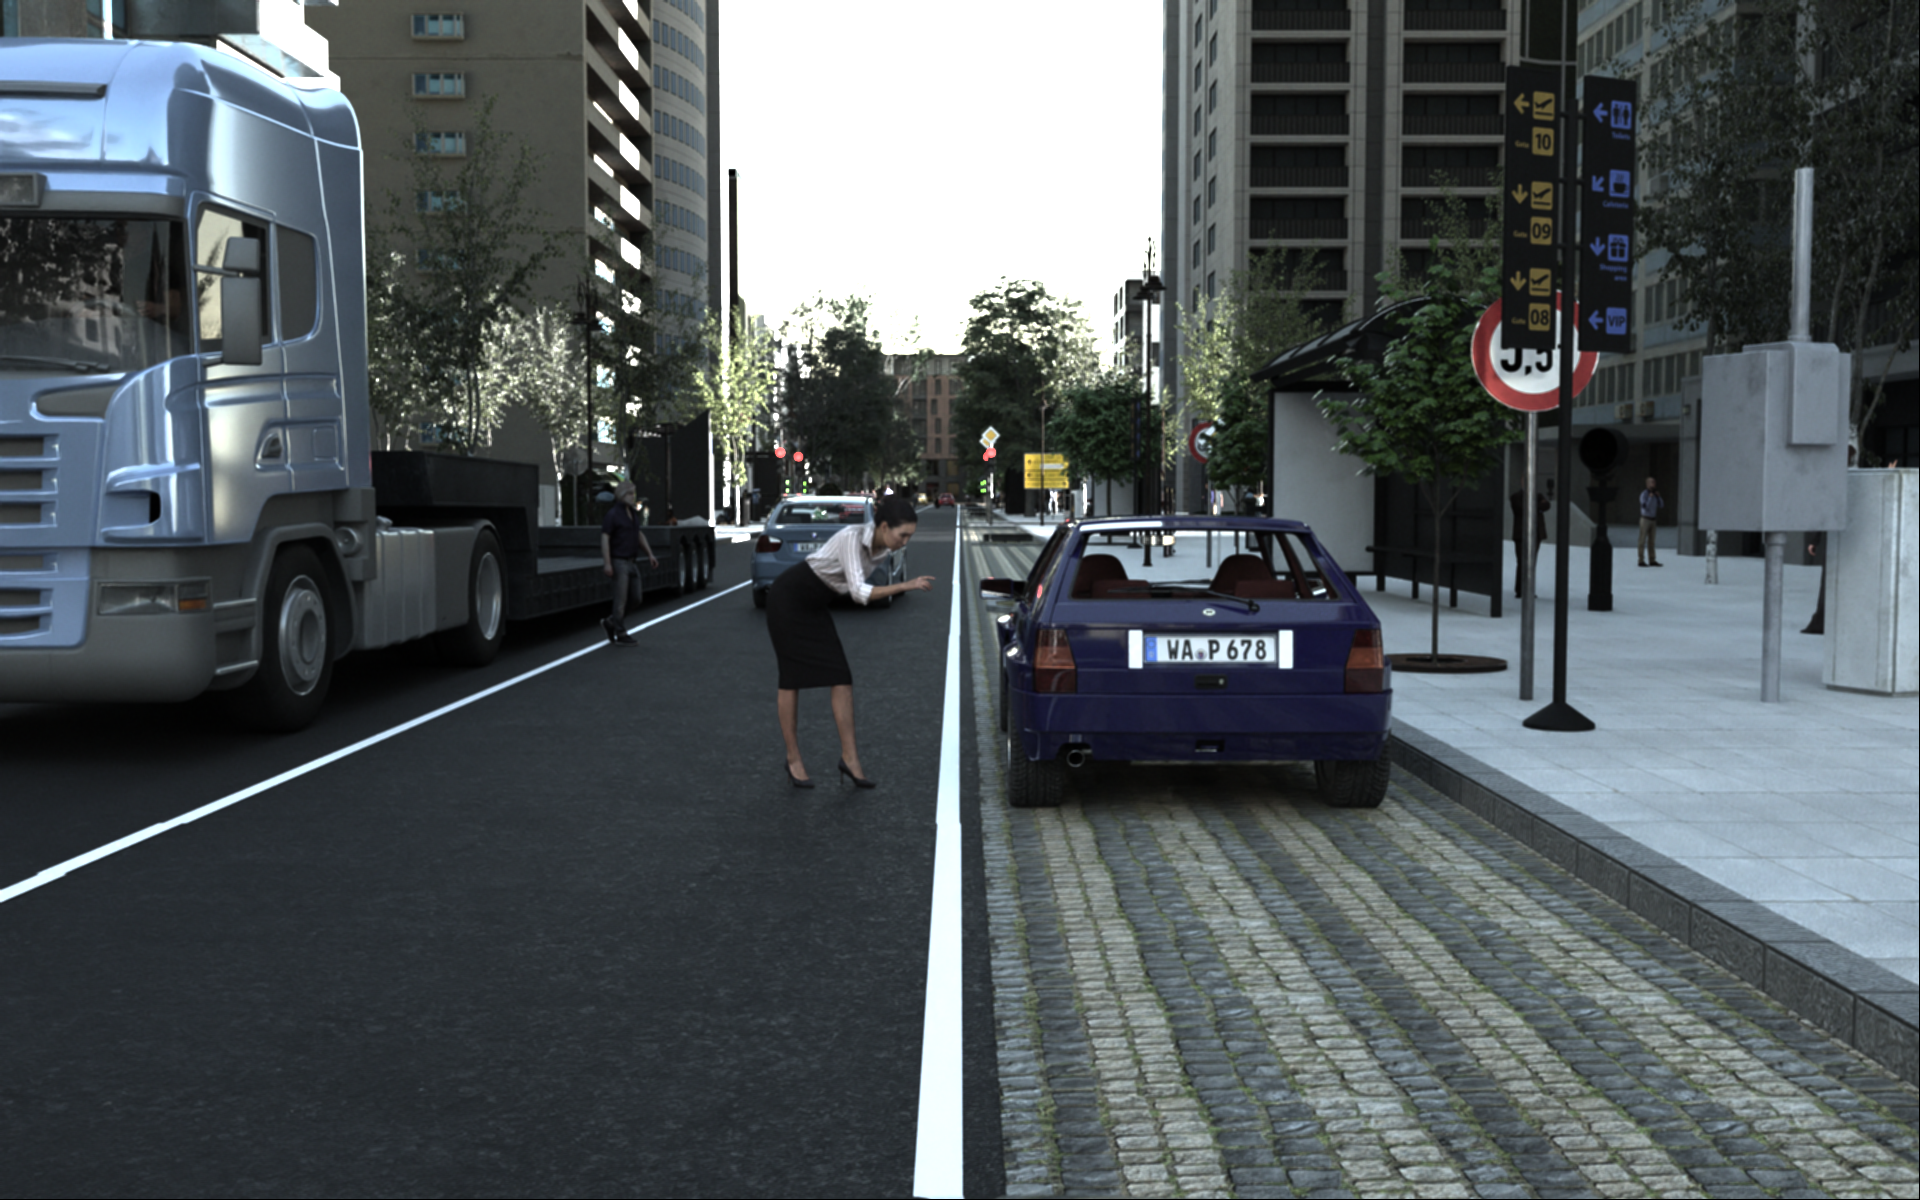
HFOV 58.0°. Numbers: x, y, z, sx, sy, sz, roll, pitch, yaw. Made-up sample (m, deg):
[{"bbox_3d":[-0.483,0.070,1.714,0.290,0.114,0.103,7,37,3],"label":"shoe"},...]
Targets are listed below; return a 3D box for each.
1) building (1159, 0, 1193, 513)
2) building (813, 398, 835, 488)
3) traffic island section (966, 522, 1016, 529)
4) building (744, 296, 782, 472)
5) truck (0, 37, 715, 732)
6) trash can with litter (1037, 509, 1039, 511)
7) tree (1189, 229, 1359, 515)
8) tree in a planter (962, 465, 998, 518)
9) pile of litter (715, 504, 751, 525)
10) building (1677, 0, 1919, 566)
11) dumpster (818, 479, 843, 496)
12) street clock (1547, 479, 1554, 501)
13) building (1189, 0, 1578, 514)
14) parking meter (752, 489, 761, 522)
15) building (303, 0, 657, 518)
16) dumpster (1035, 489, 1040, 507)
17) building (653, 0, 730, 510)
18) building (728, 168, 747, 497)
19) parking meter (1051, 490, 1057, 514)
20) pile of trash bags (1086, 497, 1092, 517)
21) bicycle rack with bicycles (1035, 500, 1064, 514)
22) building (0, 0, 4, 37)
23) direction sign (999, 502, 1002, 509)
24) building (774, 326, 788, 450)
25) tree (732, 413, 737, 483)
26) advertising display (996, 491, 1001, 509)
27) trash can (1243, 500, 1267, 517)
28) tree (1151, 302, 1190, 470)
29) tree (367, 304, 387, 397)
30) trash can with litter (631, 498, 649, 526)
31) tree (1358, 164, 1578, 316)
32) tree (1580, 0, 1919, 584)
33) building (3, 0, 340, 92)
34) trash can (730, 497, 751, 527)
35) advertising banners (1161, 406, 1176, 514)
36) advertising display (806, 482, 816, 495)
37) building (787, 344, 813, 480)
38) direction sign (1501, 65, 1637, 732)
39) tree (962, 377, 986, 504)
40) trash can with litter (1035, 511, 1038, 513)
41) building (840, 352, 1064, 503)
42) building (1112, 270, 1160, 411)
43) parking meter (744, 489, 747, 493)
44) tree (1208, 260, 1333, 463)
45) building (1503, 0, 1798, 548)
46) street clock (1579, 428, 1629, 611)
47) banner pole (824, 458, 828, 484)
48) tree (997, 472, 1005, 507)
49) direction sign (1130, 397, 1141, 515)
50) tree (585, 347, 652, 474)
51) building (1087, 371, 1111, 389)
[{"bbox_3d":[25.898,-36.081,131.926,21.231,58.520,28.212,0,3,0],"label":"building"},{"bbox_3d":[-33.300,-23.899,257.212,31.486,18.905,16.747,0,3,0],"label":"building"},{"bbox_3d":[1.290,-3.000,71.335,2.009,0.180,2.903,0,3,0],"label":"traffic island section"},{"bbox_3d":[-27.476,-18.584,170.300,16.747,18.905,31.486,0,3,0],"label":"building"},{"bbox_3d":[-5.082,-1.690,17.395,2.967,4.110,18.799,0,4,1],"label":"truck"},{"bbox_3d":[6.073,-7.205,129.196,0.624,1.170,1.055,-1,4,-11],"label":"trash can with litter"},{"bbox_3d":[9.184,-6.041,49.135,4.737,8.622,4.395,0,3,0],"label":"tree"},{"bbox_3d":[1.273,-6.588,104.940,1.991,3.239,1.994,0,3,0],"label":"tree in a planter"},{"bbox_3d":[-9.381,-3.521,71.527,1.719,0.858,1.176,-2,4,-29],"label":"pile of litter"},{"bbox_3d":[25.323,-35.830,24.074,20.563,71.187,20.611,0,3,0],"label":"building"},{"bbox_3d":[-8.235,-6.589,110.226,1.502,2.255,1.985,0,4,0],"label":"dumpster"},{"bbox_3d":[27.814,-4.712,81.611,0.358,2.002,0.471,0,4,6],"label":"street clock"},{"bbox_3d":[24.761,-40.359,98.127,20.611,71.187,20.563,0,3,0],"label":"building"},{"bbox_3d":[-9.398,-4.377,79.975,0.372,1.533,0.369,0,3,0],"label":"parking meter"},{"bbox_3d":[-30.241,-29.161,100.484,21.300,48.544,21.600,0,3,0],"label":"building"},{"bbox_3d":[5.706,-7.428,127.203,1.264,1.857,1.865,0,3,0],"label":"dumpster"},{"bbox_3d":[-29.173,-35.665,125.129,21.231,58.520,28.212,0,3,0],"label":"building"},{"bbox_3d":[-26.086,-22.961,147.107,14.160,30.474,14.107,0,3,0],"label":"building"},{"bbox_3d":[6.081,-6.323,111.788,0.372,1.533,0.369,0,3,0],"label":"parking meter"},{"bbox_3d":[5.511,-3.159,61.399,1.912,1.369,3.447,-1,4,-15],"label":"pile of trash bags"},{"bbox_3d":[5.772,-6.209,114.897,2.925,0.926,2.852,-1,4,-17],"label":"bicycle rack with bicycles"},{"bbox_3d":[-25.516,-15.575,26.356,14.160,30.474,14.107,0,3,0],"label":"building"},{"bbox_3d":[3.518,-9.755,151.496,0.379,3.537,0.876,-3,5,-44],"label":"direction sign"},{"bbox_3d":[-27.075,-20.549,192.387,16.016,20.091,11.380,0,3,0],"label":"building"},{"bbox_3d":[-13.343,-8.532,89.860,4.360,8.622,3.978,0,3,0],"label":"tree"},{"bbox_3d":[3.179,-8.863,150.118,0.974,1.923,0.123,3,5,45],"label":"advertising display"},{"bbox_3d":[6.673,-1.649,38.608,0.748,1.137,0.748,0,3,0],"label":"trash can"},{"bbox_3d":[9.327,-6.806,61.640,4.737,8.622,4.395,0,3,0],"label":"tree"},{"bbox_3d":[-16.533,-5.684,43.297,4.737,8.622,4.395,0,3,0],"label":"tree"},{"bbox_3d":[-10.072,-2.564,53.301,1.055,1.170,0.624,2,4,34],"label":"trash can with litter"},{"bbox_3d":[11.333,-5.365,38.074,4.737,8.622,4.395,0,3,0],"label":"tree"},{"bbox_3d":[10.897,-4.521,24.288,4.360,8.622,3.978,0,3,0],"label":"tree"},{"bbox_3d":[-34.608,-26.184,47.711,30.456,49.044,23.786,0,3,0],"label":"building"},{"bbox_3d":[-8.577,-3.454,68.120,0.748,1.137,0.748,0,3,0],"label":"trash can"},{"bbox_3d":[4.227,-2.391,35.288,0.090,3.025,2.074,1,4,14],"label":"advertising banners"},{"bbox_3d":[-7.899,-5.295,91.788,0.123,1.923,0.974,1,4,23],"label":"advertising display"},{"bbox_3d":[-34.760,-21.141,212.116,31.486,18.905,16.747,0,3,0],"label":"building"},{"bbox_3d":[3.296,-1.066,9.427,0.876,3.537,0.379,-2,4,-23],"label":"direction sign"},{"bbox_3d":[4.562,-22.990,231.781,12.611,20.169,13.585,0,3,0],"label":"tree"},{"bbox_3d":[4.891,-6.641,119.643,1.678,1.210,2.233,-1,4,-9],"label":"trash can with litter"},{"bbox_3d":[-1.236,-25.600,262.538,32.646,21.610,27.936,0,3,0],"label":"building"},{"bbox_3d":[29.028,-20.210,174.404,27.936,21.610,32.646,0,3,0],"label":"building"},{"bbox_3d":[-11.589,-5.258,94.380,0.372,1.533,0.369,0,3,0],"label":"parking meter"},{"bbox_3d":[9.787,-6.352,54.226,4.360,8.622,3.978,0,3,0],"label":"tree"},{"bbox_3d":[31.241,-21.737,47.282,32.217,40.220,23.993,0,3,0],"label":"building"},{"bbox_3d":[7.041,-0.882,18.990,0.358,2.002,0.471,-3,5,-40],"label":"street clock"},{"bbox_3d":[-9.264,-7.936,119.764,0.401,3.779,0.863,-2,4,-27],"label":"banner pole"},{"bbox_3d":[3.917,-11.122,176.451,1.663,3.219,1.824,0,3,0],"label":"tree"},{"bbox_3d":[4.146,-2.995,40.973,0.379,3.537,0.876,-1,4,-9],"label":"direction sign"},{"bbox_3d":[-15.971,-8.062,82.182,4.737,8.622,4.395,0,3,0],"label":"tree"},{"bbox_3d":[30.832,-23.934,257.785,31.486,18.905,16.747,0,3,0],"label":"building"}]
